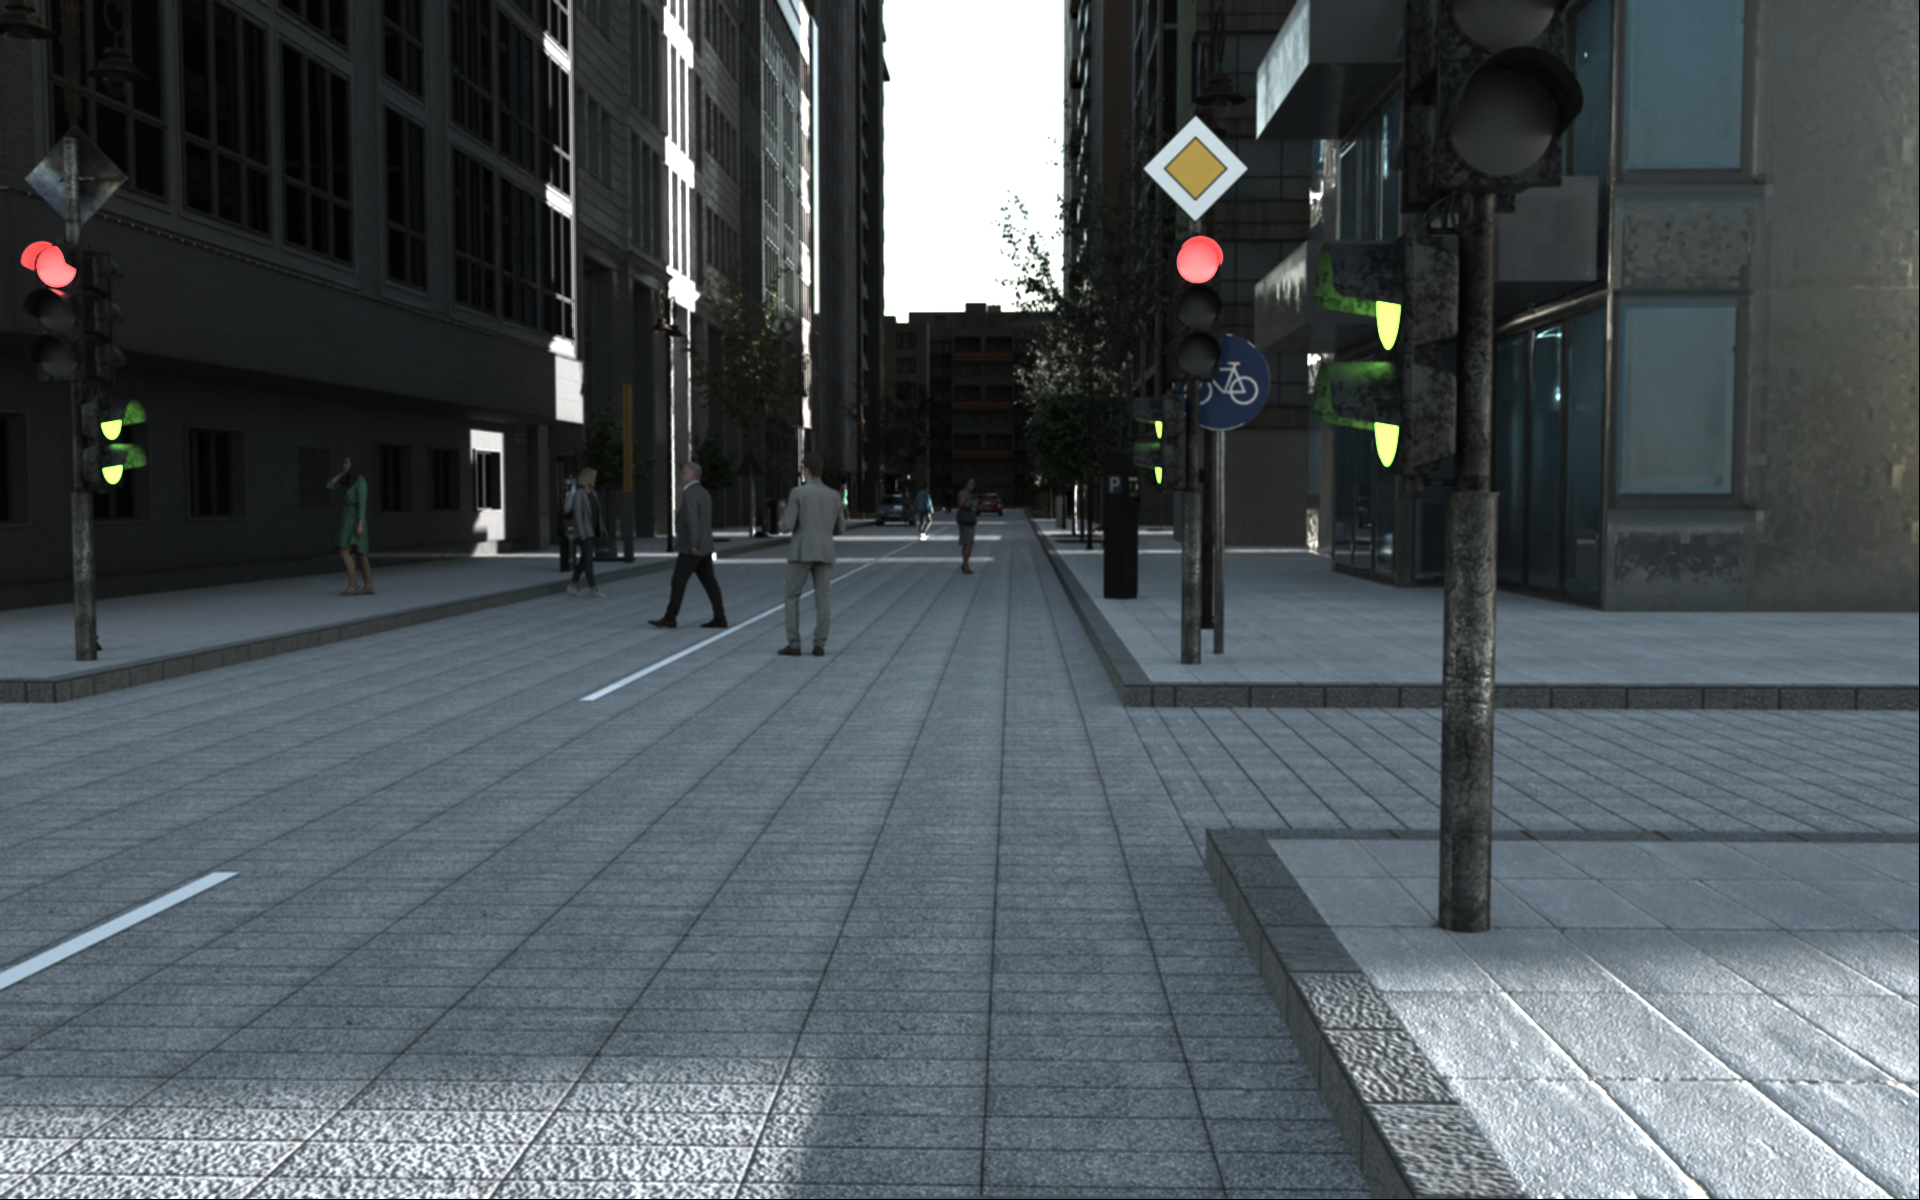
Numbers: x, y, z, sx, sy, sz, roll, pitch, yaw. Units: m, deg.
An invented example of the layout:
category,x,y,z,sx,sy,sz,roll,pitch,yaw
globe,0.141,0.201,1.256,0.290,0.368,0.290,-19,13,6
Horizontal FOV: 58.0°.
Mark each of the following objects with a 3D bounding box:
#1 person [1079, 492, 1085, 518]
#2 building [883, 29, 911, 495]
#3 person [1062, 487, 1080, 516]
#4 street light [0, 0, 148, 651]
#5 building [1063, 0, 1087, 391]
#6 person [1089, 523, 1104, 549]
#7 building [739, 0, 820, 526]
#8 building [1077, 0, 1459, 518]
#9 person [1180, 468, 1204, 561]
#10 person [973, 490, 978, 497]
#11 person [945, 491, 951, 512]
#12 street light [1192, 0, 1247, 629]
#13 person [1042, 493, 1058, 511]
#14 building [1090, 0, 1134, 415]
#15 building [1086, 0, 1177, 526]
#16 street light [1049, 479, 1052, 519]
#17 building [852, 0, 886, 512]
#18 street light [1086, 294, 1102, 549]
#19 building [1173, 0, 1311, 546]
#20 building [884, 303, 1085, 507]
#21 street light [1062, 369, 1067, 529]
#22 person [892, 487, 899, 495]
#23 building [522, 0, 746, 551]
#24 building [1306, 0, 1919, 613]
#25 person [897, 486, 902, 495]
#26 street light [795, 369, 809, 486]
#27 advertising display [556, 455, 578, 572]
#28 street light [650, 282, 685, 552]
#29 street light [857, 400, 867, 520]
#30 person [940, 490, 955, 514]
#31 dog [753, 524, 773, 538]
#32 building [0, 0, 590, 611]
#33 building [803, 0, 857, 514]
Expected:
category,x,y,z,sx,sy,sz,roll,pitch,yaw
person,6.295,-5.095,90.289,0.436,1.711,0.756,0,4,-1
building,-19.347,-30.395,151.575,28.867,44.769,22.147,0,4,2
person,6.500,-5.933,102.685,1.348,1.869,0.705,3,5,41
street light,-7.141,-2.523,14.033,0.468,5.910,1.993,0,4,2
building,22.541,-34.127,147.210,28.713,52.752,27.495,0,4,2
person,3.452,-1.633,38.245,0.738,1.151,1.012,-3,4,-36
building,-13.476,-15.915,78.234,12.078,24.808,19.932,0,4,2
building,19.456,-30.512,118.485,23.786,49.044,30.456,0,4,2
person,4.544,-1.632,33.078,0.532,1.782,0.716,2,4,27
person,1.209,-8.048,140.807,1.217,1.735,0.721,-3,4,-38
person,-0.945,-7.943,139.091,0.721,1.736,1.217,-1,4,-18
street light,2.357,-2.665,16.358,0.468,5.910,1.993,0,4,2
person,6.656,-7.404,127.089,1.348,1.826,0.705,0,4,-8
building,14.495,-27.282,96.166,14.600,45.320,14.200,0,4,2
building,16.095,-38.808,72.764,20.563,71.187,20.611,0,4,2
street light,4.579,-7.016,87.506,0.468,5.910,1.993,0,4,2
building,-12.896,-26.912,123.609,14.154,41.232,14.086,0,4,2
street light,3.017,-4.116,40.077,0.468,5.910,1.993,0,4,2
building,13.010,-22.316,48.462,14.154,41.232,14.086,0,4,2
building,2.675,-20.995,188.312,28.899,21.520,27.650,0,4,2
street light,3.841,-5.566,63.790,0.468,5.910,1.993,0,4,2
person,-4.659,-7.527,129.118,1.348,1.823,0.705,1,4,14
building,-14.452,-16.868,53.279,11.434,29.767,29.804,0,4,2
building,20.059,-24.884,26.469,30.456,49.044,23.786,0,4,2
person,-4.070,-6.849,118.031,0.705,1.824,1.348,-1,4,-10
street light,-5.692,-5.454,61.966,0.468,5.910,1.993,0,4,2
advertising display,-6.529,-1.444,28.823,0.123,1.923,0.974,0,4,1
street light,-6.384,-3.986,37.960,0.468,5.910,1.993,0,4,2
street light,-4.822,-6.905,85.677,0.468,5.910,1.993,0,4,2
person,-0.918,-7.225,127.156,1.217,1.766,0.721,-2,4,-24
dog,-5.800,-2.028,50.895,0.550,0.427,0.748,-1,4,-13
building,-15.568,-14.250,26.501,14.314,27.812,24.014,0,4,2
building,-14.088,-28.091,109.399,14.600,45.320,14.200,0,4,2
